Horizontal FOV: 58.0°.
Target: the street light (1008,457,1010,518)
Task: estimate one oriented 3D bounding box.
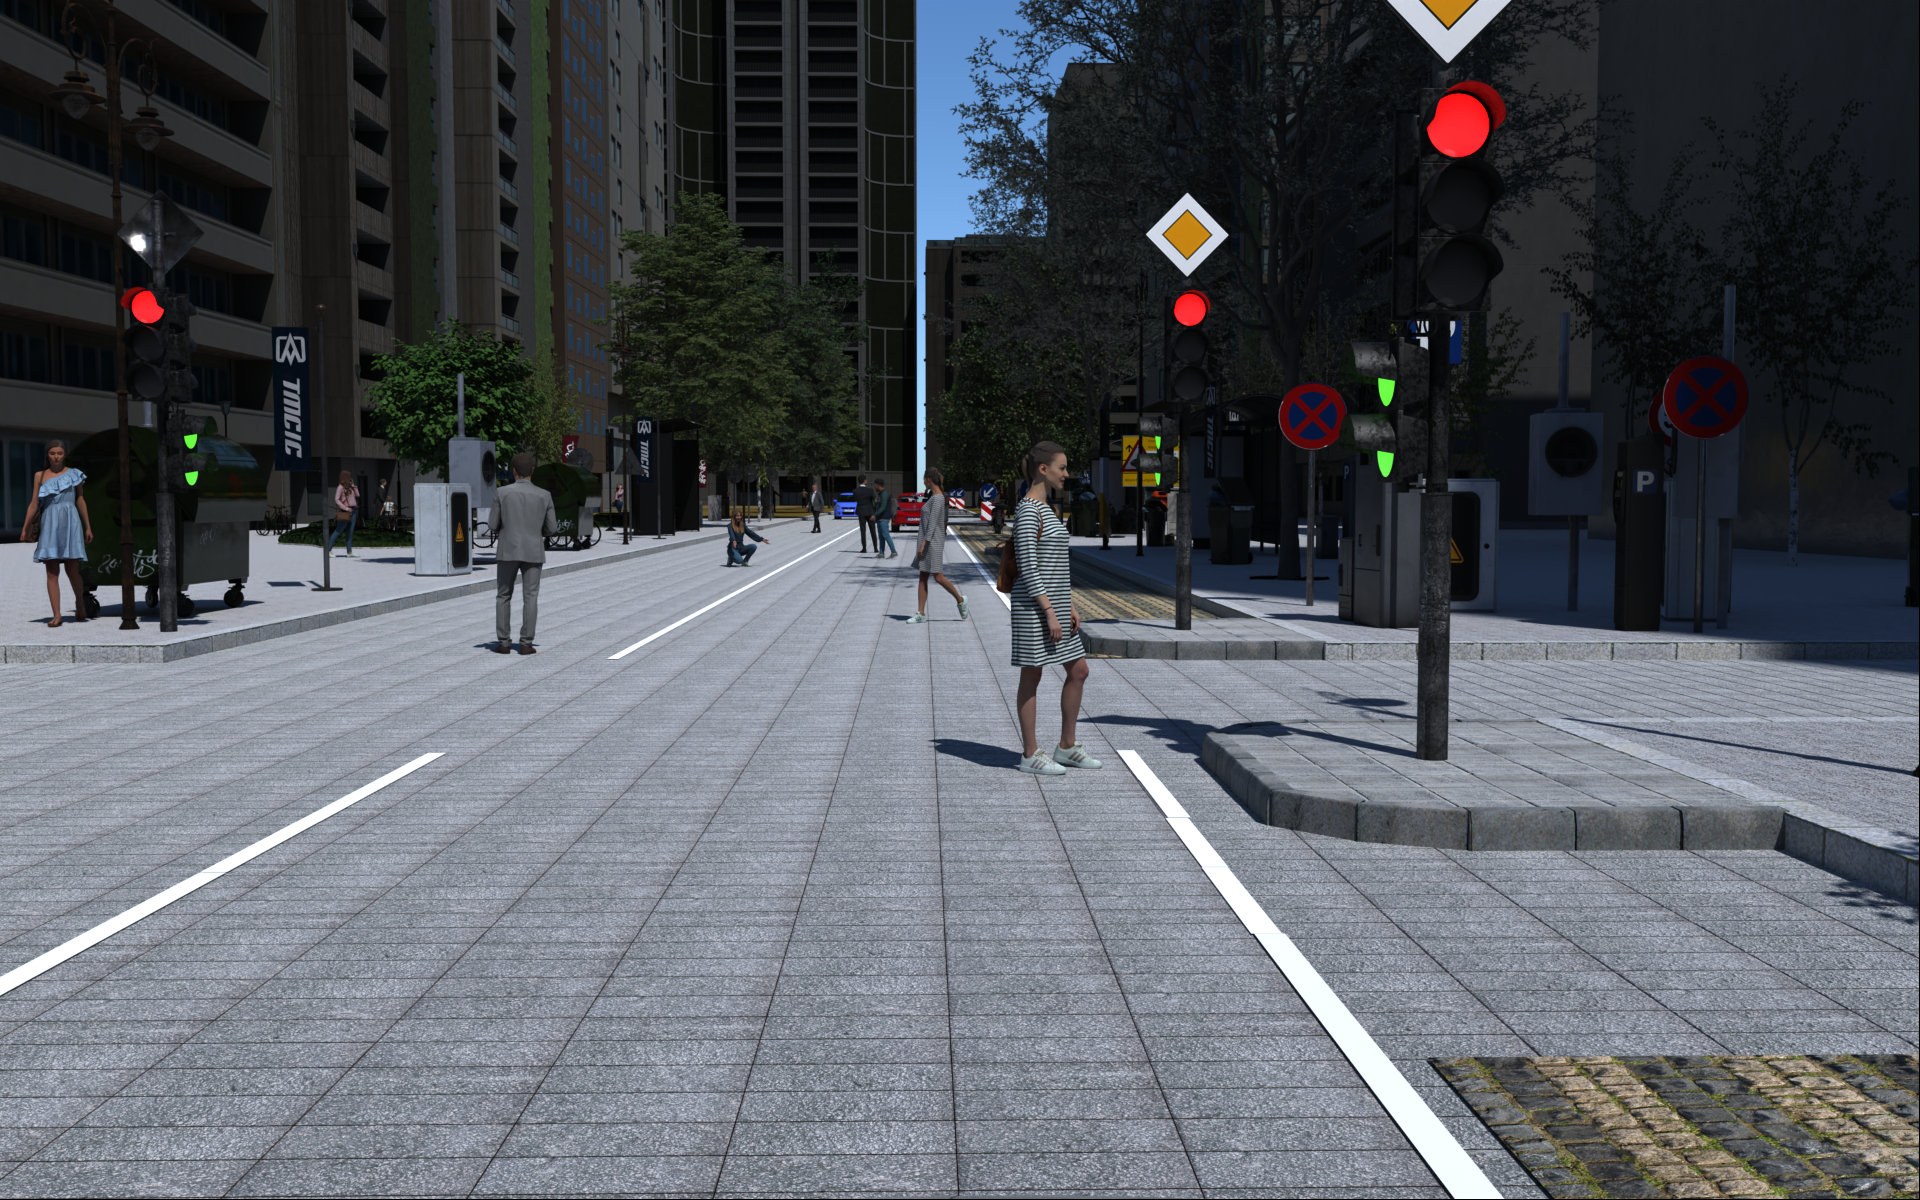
[{"bbox_3d":[2.572,-7.233,91.054,0.468,5.910,1.993,0,4,-1],"label":"street light"}]

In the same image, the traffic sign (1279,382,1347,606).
[{"bbox_3d":[4.013,-1.204,19.784,0.768,2.556,0.104,0,4,5],"label":"traffic sign"}]

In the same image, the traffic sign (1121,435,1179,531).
[{"bbox_3d":[6.710,-4.034,59.832,2.265,3.308,0.079,0,4,4],"label":"traffic sign"}]

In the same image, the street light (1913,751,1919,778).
[{"bbox_3d":[4.424,-2.134,7.676,0.468,5.910,1.993,0,4,-1],"label":"street light"}]

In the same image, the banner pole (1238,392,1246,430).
[{"bbox_3d":[6.810,-3.211,42.521,0.401,3.779,0.863,3,5,44],"label":"banner pole"}]

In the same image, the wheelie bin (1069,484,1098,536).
[{"bbox_3d":[3.781,-2.751,52.884,0.693,1.594,0.980,-3,4,-38],"label":"wheelie bin"}]

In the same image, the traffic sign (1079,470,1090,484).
[{"bbox_3d":[6.629,-5.555,90.930,0.768,2.556,0.104,0,4,7],"label":"traffic sign"}]

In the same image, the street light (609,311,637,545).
[{"bbox_3d":[-8.507,-4.349,43.891,0.468,5.910,1.993,0,4,-1],"label":"street light"}]

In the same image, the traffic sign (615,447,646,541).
[{"bbox_3d":[-9.042,-2.904,47.483,0.884,2.594,0.081,0,4,7],"label":"traffic sign"}]

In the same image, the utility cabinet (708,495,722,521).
[{"bbox_3d":[-11.773,-4.398,83.072,0.306,1.237,1.020,1,4,15],"label":"utility cabinet"}]

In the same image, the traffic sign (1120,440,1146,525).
[{"bbox_3d":[4.267,-2.535,41.452,0.884,2.594,0.081,1,4,8],"label":"traffic sign"}]

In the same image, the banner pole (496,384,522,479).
[{"bbox_3d":[-9.139,-2.762,35.177,0.863,3.779,0.401,-3,5,-43],"label":"banner pole"}]

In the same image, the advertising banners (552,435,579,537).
[{"bbox_3d":[-12.252,-3.371,51.311,2.074,3.025,0.090,-2,4,-32],"label":"advertising banners"}]

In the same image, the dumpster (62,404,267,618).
[{"bbox_3d":[-8.579,-0.990,18.675,1.502,2.255,1.985,0,4,-1],"label":"dumpster"}]

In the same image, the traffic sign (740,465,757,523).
[{"bbox_3d":[-9.232,-4.621,75.653,0.768,2.556,0.104,0,4,7],"label":"traffic sign"}]

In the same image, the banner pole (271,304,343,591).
[{"bbox_3d":[-8.646,-2.011,22.889,0.863,3.779,0.401,-1,4,-9],"label":"banner pole"}]

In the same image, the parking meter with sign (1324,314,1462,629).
[{"bbox_3d":[4.175,-1.256,16.791,0.543,3.016,1.738,-1,4,-11],"label":"parking meter with sign"}]

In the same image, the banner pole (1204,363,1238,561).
[{"bbox_3d":[4.915,-2.661,33.522,0.401,3.779,0.863,-1,4,-20],"label":"banner pole"}]

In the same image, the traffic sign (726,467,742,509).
[{"bbox_3d":[-10.786,-5.054,82.732,0.768,2.556,0.104,0,4,2],"label":"traffic sign"}]

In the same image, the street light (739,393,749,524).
[{"bbox_3d":[-9.074,-6.104,72.588,0.468,5.910,1.993,0,4,-1],"label":"street light"}]

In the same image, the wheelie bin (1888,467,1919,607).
[{"bbox_3d":[11.121,-0.724,19.749,0.980,1.594,0.693,2,4,25],"label":"wheelie bin"}]

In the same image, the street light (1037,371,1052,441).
[{"bbox_3d":[3.078,-5.544,63.435,0.468,5.910,1.993,0,4,-1],"label":"street light"}]

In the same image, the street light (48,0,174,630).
[{"bbox_3d":[-7.892,-2.660,16.275,0.468,5.910,1.993,0,4,-1],"label":"street light"}]

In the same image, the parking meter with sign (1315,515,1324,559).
[{"bbox_3d":[7.955,-2.328,34.322,1.738,3.016,0.543,-1,4,-9],"label":"parking meter with sign"}]

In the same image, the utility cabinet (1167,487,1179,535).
[{"bbox_3d":[6.892,-2.691,52.672,1.173,1.500,0.318,0,4,5],"label":"utility cabinet"}]

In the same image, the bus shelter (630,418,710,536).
[{"bbox_3d":[-9.369,-3.978,56.329,1.731,3.624,6.357,0,4,-1],"label":"bus shelter"}]

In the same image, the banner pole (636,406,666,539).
[{"bbox_3d":[-8.811,-3.626,49.297,0.863,3.779,0.401,0,4,-2],"label":"banner pole"}]

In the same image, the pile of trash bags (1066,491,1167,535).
[{"bbox_3d":[5.201,-2.811,55.718,3.447,1.369,1.912,-2,4,-25],"label":"pile of trash bags"}]

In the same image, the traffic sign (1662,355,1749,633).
[{"bbox_3d":[6.843,-0.971,15.977,0.768,2.556,0.104,0,4,5],"label":"traffic sign"}]

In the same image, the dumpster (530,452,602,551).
[{"bbox_3d":[-9.109,-2.267,39.558,1.502,2.255,1.985,0,4,-1],"label":"dumpster"}]

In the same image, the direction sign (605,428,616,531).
[{"bbox_3d":[-12.161,-4.171,60.195,0.379,3.537,0.876,-2,4,-28],"label":"direction sign"}]

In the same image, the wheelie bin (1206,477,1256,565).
[{"bbox_3d":[4.909,-1.452,31.643,0.980,1.594,0.693,-2,4,-35],"label":"wheelie bin"}]

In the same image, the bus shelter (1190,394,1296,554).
[{"bbox_3d":[6.019,-2.680,37.734,2.014,3.302,5.546,0,4,-1],"label":"bus shelter"}]

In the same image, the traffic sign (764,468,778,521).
[{"bbox_3d":[-9.144,-5.101,83.502,0.768,2.556,0.104,0,4,5],"label":"traffic sign"}]

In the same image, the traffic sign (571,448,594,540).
[{"bbox_3d":[-10.506,-2.925,47.924,0.768,2.556,0.104,0,4,6],"label":"traffic sign"}]

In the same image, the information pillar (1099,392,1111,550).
[{"bbox_3d":[3.308,-2.950,39.589,0.183,3.616,0.504,1,4,22],"label":"information pillar"}]

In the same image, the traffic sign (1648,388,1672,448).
[{"bbox_3d":[8.235,-1.206,19.828,0.768,2.556,0.104,0,4,6],"label":"traffic sign"}]

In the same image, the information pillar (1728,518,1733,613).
[{"bbox_3d":[8.187,-0.873,18.765,0.304,2.012,0.304,1,4,13],"label":"information pillar"}]

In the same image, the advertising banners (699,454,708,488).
[{"bbox_3d":[-11.908,-4.831,75.170,2.074,3.025,0.090,-1,4,-17],"label":"advertising banners"}]

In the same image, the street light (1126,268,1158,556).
[{"bbox_3d":[3.713,-3.840,35.568,0.468,5.910,1.993,0,4,-1],"label":"street light"}]

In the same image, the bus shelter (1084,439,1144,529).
[{"bbox_3d":[5.993,-4.416,66.131,2.014,3.302,5.546,0,4,-1],"label":"bus shelter"}]
